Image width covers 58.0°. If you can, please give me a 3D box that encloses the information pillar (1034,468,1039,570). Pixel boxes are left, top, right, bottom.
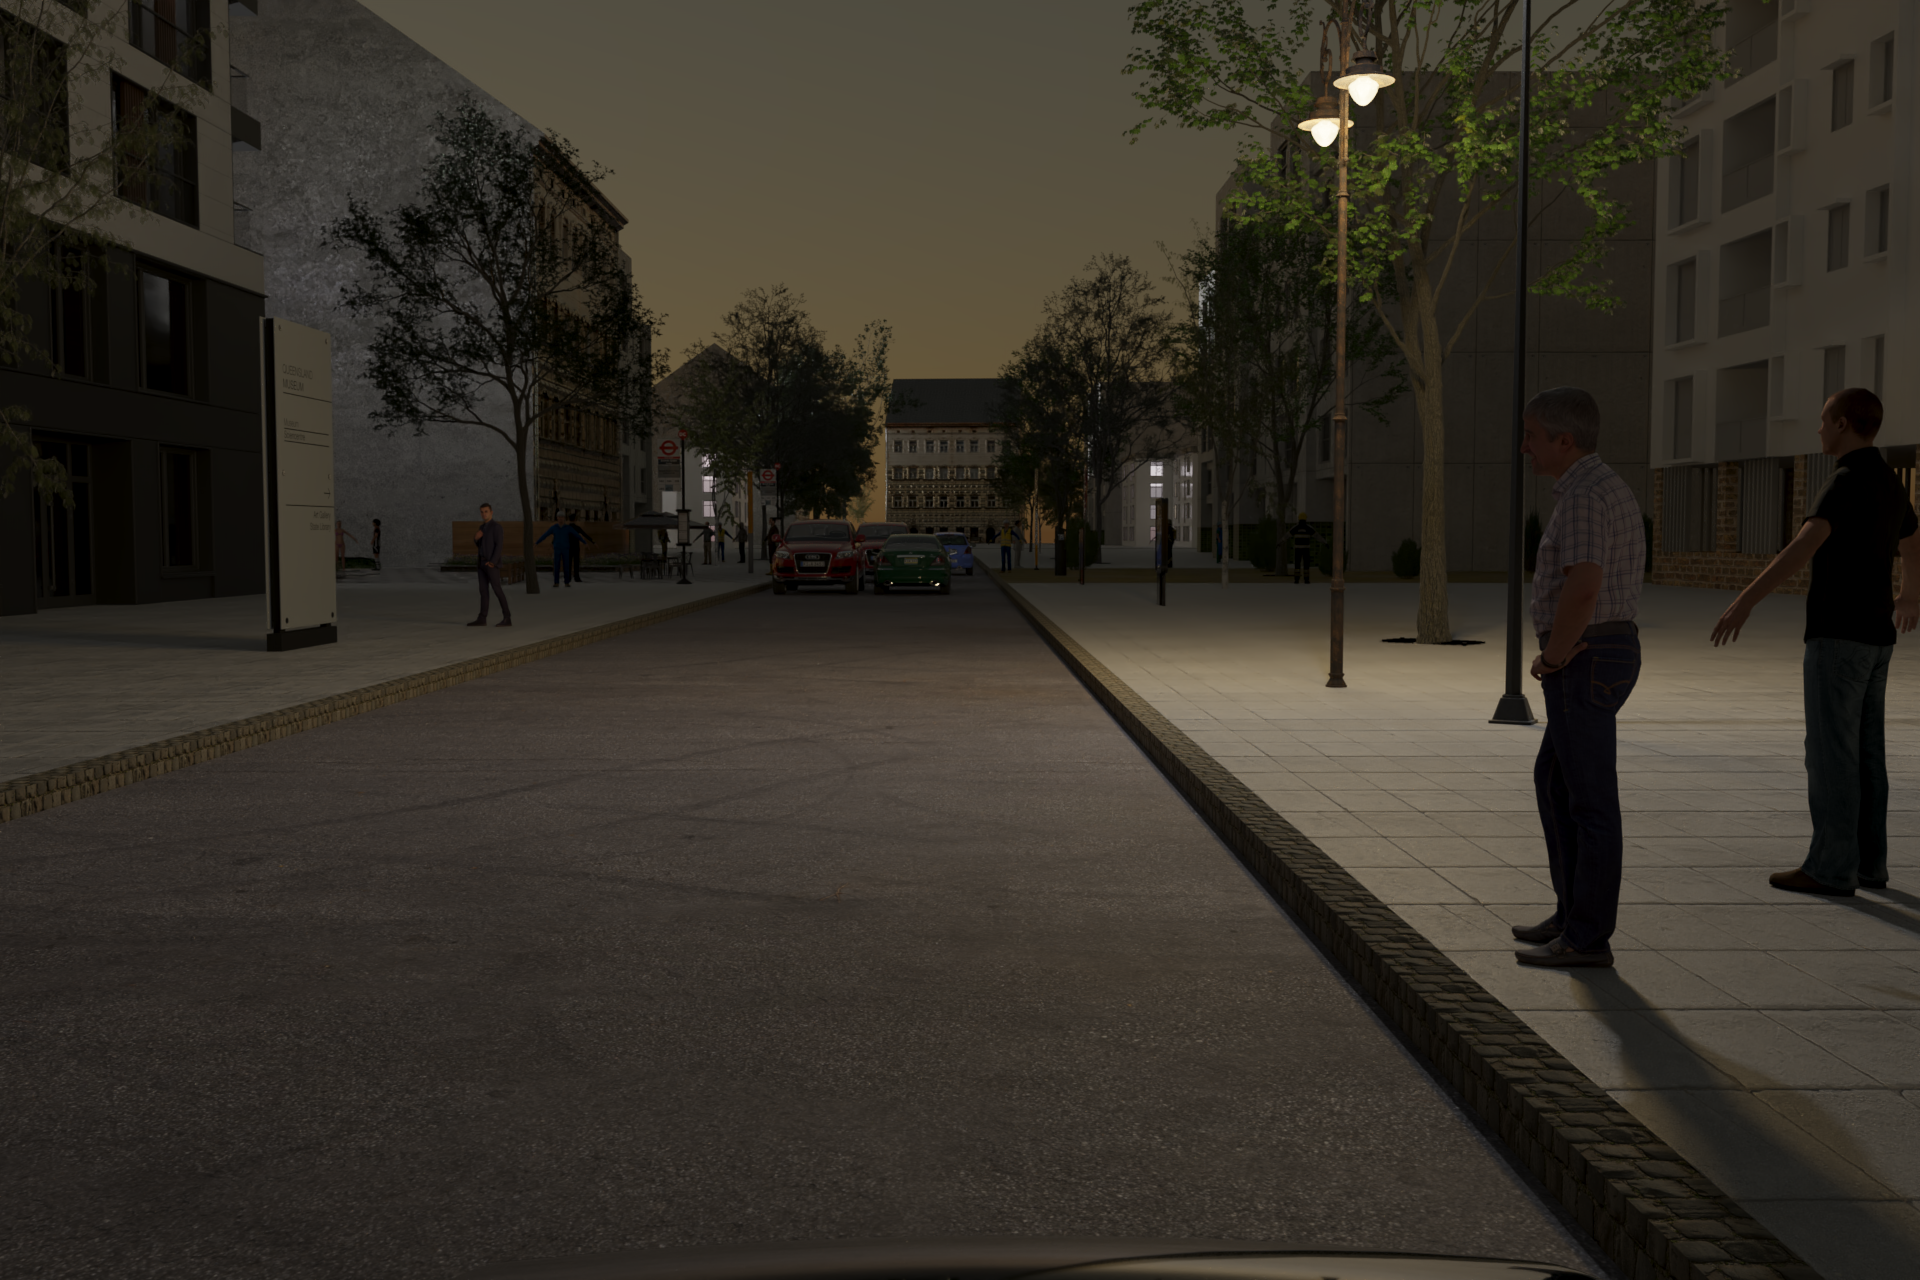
[{"bbox_3d":[2.731,-4.317,61.931,0.183,3.616,0.504,0,4,-1],"label":"information pillar"}]

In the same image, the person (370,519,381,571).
[{"bbox_3d":[-20.538,-3.347,60.872,0.704,1.843,1.345,-1,4,-14],"label":"person"}]

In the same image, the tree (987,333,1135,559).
[{"bbox_3d":[5.242,-9.959,88.591,9.928,11.665,9.643,0,3,0],"label":"tree"}]

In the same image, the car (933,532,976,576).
[{"bbox_3d":[-0.396,-3.143,60.973,1.945,1.707,3.694,0,4,-1],"label":"car"}]

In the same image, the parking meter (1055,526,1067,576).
[{"bbox_3d":[3.108,-2.752,53.403,0.372,1.533,0.369,0,3,0],"label":"parking meter"}]

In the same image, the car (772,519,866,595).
[{"bbox_3d":[-3.427,-2.079,42.662,2.281,1.827,5.304,0,4,0],"label":"car"}]

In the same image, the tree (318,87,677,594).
[{"bbox_3d":[-9.531,-6.273,36.980,7.601,10.594,8.767,0,4,0],"label":"tree"}]

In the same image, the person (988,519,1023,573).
[{"bbox_3d":[1.505,-3.109,57.294,1.216,1.772,0.721,1,4,22],"label":"person"}]

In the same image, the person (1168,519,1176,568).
[{"bbox_3d":[7.903,-3.666,65.714,0.705,1.856,1.354,2,4,28],"label":"person"}]

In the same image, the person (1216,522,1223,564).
[{"bbox_3d":[11.121,-4.151,73.992,0.704,1.817,1.347,1,4,17],"label":"person"}]

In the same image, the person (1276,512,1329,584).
[{"bbox_3d":[8.839,-2.382,44.711,1.351,1.858,0.704,1,4,15],"label":"person"}]

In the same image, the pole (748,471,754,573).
[{"bbox_3d":[-6.827,-3.832,56.490,0.158,3.312,0.155,0,3,0],"label":"pole"}]

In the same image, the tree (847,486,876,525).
[{"bbox_3d":[-13.946,-17.868,242.497,4.737,8.622,4.395,0,3,0],"label":"tree"}]

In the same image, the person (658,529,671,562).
[{"bbox_3d":[-12.899,-4.279,75.731,0.705,1.858,1.354,0,4,2],"label":"person"}]

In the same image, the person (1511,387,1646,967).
[{"bbox_3d":[1.791,0.112,5.145,0.436,1.711,0.756,3,4,37],"label":"person"}]

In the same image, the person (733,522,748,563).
[{"bbox_3d":[-9.654,-4.300,76.436,0.705,1.813,1.348,-2,4,-33],"label":"person"}]

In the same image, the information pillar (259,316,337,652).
[{"bbox_3d":[-7.462,-1.729,19.580,0.184,3.620,1.656,0,4,0],"label":"information pillar"}]

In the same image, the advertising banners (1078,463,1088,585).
[{"bbox_3d":[3.113,-2.917,43.889,0.090,3.025,2.074,0,3,0],"label":"advertising banners"}]

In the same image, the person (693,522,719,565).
[{"bbox_3d":[-10.545,-4.032,72.202,1.348,1.796,0.705,2,4,31],"label":"person"}]

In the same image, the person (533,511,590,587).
[{"bbox_3d":[-9.641,-2.202,41.886,1.347,1.842,0.705,-1,4,-11],"label":"person"}]

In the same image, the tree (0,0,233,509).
[{"bbox_3d":[-9.543,-3.977,15.380,4.360,8.622,3.978,0,3,0],"label":"tree"}]

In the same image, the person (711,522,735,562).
[{"bbox_3d":[-10.895,-4.451,78.737,1.349,1.833,0.705,-1,4,-14],"label":"person"}]

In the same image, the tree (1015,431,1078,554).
[{"bbox_3d":[5.260,-9.738,109.576,4.737,8.622,4.395,0,3,0],"label":"tree"}]

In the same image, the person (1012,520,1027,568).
[{"bbox_3d":[2.215,-3.629,65.517,0.705,1.806,1.347,1,4,22],"label":"person"}]

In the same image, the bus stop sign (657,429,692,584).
[{"bbox_3d":[-7.285,-3.397,44.250,0.855,3.939,0.416,0,4,-1],"label":"bus stop sign"}]

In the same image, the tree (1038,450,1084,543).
[{"bbox_3d":[15.012,-20.389,240.010,9.857,13.997,8.962,0,3,0],"label":"tree"}]

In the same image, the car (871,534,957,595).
[{"bbox_3d":[-1.131,-1.868,42.338,2.131,1.459,4.920,0,3,0],"label":"car"}]

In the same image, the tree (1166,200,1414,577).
[{"bbox_3d":[9.908,-7.745,52.386,9.928,11.665,9.643,0,3,0],"label":"tree"}]

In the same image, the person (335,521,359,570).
[{"bbox_3d":[-20.794,-3.135,58.067,1.217,1.733,0.721,-2,4,-24],"label":"person"}]

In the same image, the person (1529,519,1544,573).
[{"bbox_3d":[19.140,-3.162,57.556,1.347,1.847,0.705,-1,4,-16],"label":"person"}]

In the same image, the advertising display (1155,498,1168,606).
[{"bbox_3d":[3.627,-1.589,31.187,0.123,1.923,0.974,0,4,0],"label":"advertising display"}]

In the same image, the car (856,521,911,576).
[{"bbox_3d":[-2.326,-2.680,52.488,2.281,1.827,5.304,0,4,-1],"label":"car"}]

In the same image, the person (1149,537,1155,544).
[{"bbox_3d":[9.501,-4.500,82.844,0.991,1.433,0.599,2,4,24],"label":"person"}]

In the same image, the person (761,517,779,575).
[{"bbox_3d":[-5.853,-2.920,53.874,0.704,1.812,1.346,-2,4,-26],"label":"person"}]

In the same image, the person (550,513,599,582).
[{"bbox_3d":[-10.309,-2.461,46.166,1.347,1.837,0.705,1,4,9],"label":"person"}]

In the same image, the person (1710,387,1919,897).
[{"bbox_3d":[3.175,-0.002,6.250,1.348,1.803,0.705,-3,4,-37],"label":"person"}]

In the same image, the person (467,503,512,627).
[{"bbox_3d":[-6.541,-1.044,24.037,0.530,1.710,0.541,-3,4,-37],"label":"person"}]

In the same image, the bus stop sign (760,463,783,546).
[{"bbox_3d":[-7.044,-4.659,64.870,0.855,3.939,0.416,0,4,-1],"label":"bus stop sign"}]
